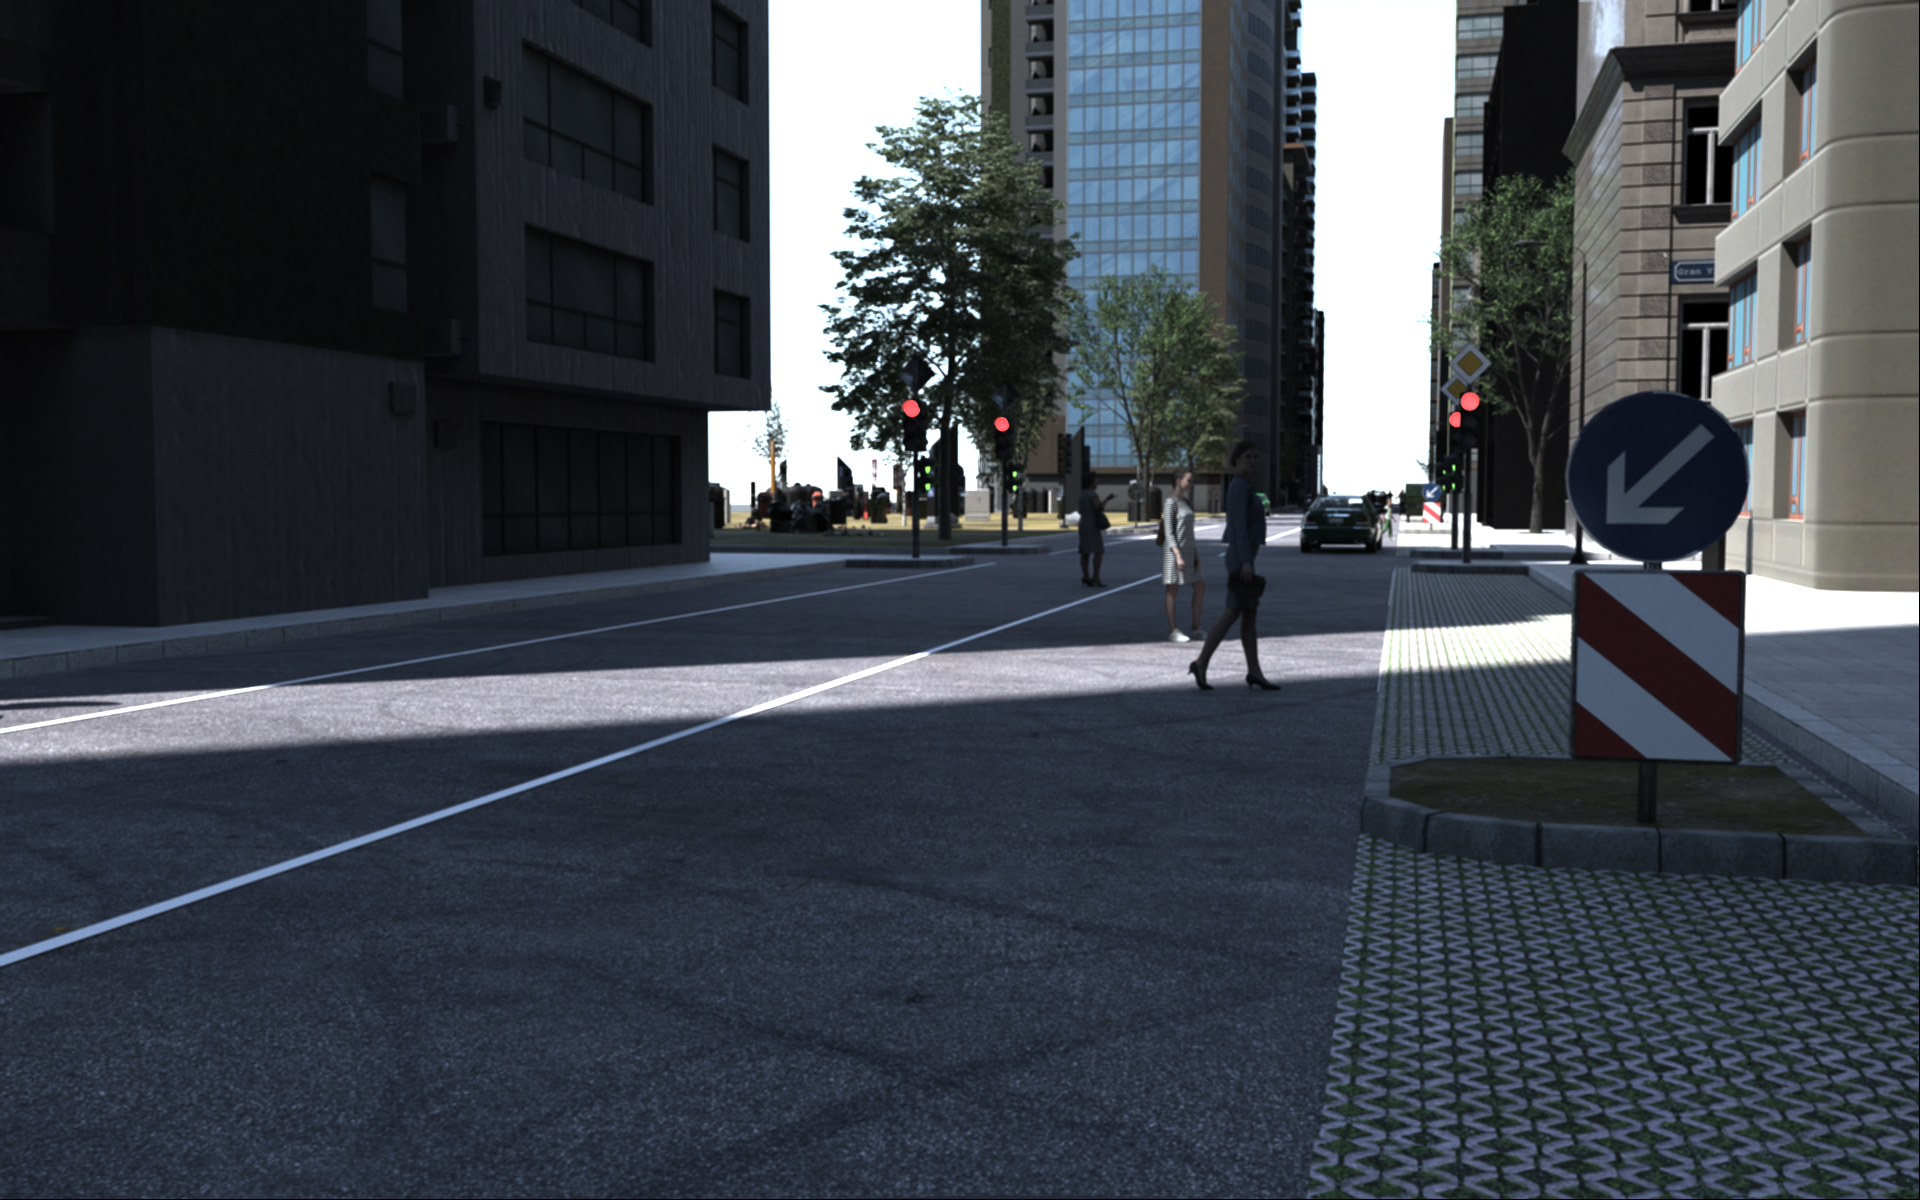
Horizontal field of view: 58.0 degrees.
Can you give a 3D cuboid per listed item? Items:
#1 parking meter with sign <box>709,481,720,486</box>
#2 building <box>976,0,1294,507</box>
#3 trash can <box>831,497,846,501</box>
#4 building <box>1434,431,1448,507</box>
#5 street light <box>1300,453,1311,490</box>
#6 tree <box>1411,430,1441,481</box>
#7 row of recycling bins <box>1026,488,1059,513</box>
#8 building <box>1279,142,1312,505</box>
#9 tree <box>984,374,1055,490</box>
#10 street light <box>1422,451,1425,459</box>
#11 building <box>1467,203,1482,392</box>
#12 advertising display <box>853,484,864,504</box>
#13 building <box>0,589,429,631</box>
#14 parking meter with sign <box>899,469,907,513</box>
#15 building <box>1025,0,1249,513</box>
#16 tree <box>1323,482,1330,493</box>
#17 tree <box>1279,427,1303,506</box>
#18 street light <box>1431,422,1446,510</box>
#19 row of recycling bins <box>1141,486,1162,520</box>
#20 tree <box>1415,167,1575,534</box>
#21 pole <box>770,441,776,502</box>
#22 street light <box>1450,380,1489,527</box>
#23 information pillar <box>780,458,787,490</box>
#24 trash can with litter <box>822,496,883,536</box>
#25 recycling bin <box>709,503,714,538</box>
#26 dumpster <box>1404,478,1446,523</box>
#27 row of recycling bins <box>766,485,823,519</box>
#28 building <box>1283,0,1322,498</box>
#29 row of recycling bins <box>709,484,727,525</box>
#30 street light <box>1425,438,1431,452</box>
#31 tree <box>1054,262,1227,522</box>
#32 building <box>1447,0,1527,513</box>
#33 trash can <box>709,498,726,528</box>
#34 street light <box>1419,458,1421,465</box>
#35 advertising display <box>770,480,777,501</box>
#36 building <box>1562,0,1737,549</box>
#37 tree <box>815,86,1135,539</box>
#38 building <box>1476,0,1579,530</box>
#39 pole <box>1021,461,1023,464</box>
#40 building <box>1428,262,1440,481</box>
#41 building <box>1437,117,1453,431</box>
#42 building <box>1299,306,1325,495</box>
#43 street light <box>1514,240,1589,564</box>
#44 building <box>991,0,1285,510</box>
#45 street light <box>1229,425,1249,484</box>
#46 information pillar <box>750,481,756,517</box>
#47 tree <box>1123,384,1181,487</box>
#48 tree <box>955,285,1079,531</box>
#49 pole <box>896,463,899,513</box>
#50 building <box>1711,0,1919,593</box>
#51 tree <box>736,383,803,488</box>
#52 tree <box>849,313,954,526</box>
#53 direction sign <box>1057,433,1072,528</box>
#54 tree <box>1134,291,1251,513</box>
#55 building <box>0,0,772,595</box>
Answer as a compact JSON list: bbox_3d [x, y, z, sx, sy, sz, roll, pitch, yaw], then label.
[{"bbox_3d":[-14.890,-6.660,105.151,0.543,3.016,1.738,2,4,35],"label":"parking meter with sign"},{"bbox_3d":[18.087,-35.817,174.849,28.713,52.752,27.495,1,4,14],"label":"building"},{"bbox_3d":[-5.947,-4.469,84.714,0.748,1.137,0.748,0,3,0],"label":"trash can"},{"bbox_3d":[58.010,-52.214,166.369,22.319,86.520,31.000,1,4,14],"label":"building"},{"bbox_3d":[39.353,-13.756,197.445,1.470,5.913,1.316,1,4,14],"label":"street light"},{"bbox_3d":[52.701,-14.857,193.268,4.360,8.622,3.978,0,3,0],"label":"tree"},{"bbox_3d":[6.047,-6.735,117.224,3.534,1.692,1.069,2,4,26],"label":"row of recycling bins"},{"bbox_3d":[31.530,-34.181,213.490,22.147,44.769,28.867,1,4,14],"label":"building"},{"bbox_3d":[3.564,-9.234,101.331,4.737,8.622,4.395,0,3,0],"label":"tree"},{"bbox_3d":[50.545,-13.062,186.102,1.470,5.913,1.316,1,4,14],"label":"street light"},{"bbox_3d":[34.679,-16.738,92.744,14.460,24.649,34.723,1,4,14],"label":"building"},{"bbox_3d":[-6.302,-6.245,107.312,0.123,1.923,0.974,2,4,35],"label":"advertising display"},{"bbox_3d":[-15.032,-14.909,15.456,14.160,30.474,14.107,1,4,14],"label":"building"},{"bbox_3d":[-4.088,-7.553,119.747,0.543,3.016,1.738,-1,4,-12],"label":"parking meter with sign"},{"bbox_3d":[13.150,-29.069,125.388,14.600,45.320,14.200,1,4,14],"label":"building"},{"bbox_3d":[56.948,-16.877,270.547,1.663,3.219,1.824,0,3,0],"label":"tree"},{"bbox_3d":[35.660,-14.638,189.688,4.737,8.622,4.395,0,3,0],"label":"tree"},{"bbox_3d":[31.446,-8.549,112.311,1.470,5.913,1.316,1,4,14],"label":"street light"},{"bbox_3d":[9.731,-4.967,88.320,1.069,1.692,3.534,0,4,4],"label":"row of recycling bins"},{"bbox_3d":[18.567,-7.938,55.537,9.928,11.665,9.643,0,3,0],"label":"tree"},{"bbox_3d":[-7.160,-4.436,66.364,0.158,3.312,0.155,0,3,0],"label":"pole"},{"bbox_3d":[20.302,-5.877,68.632,1.470,5.913,1.316,1,4,14],"label":"street light"},{"bbox_3d":[-11.402,-7.392,112.217,0.504,3.616,0.183,-3,4,-38],"label":"information pillar"},{"bbox_3d":[-3.374,-2.606,53.667,2.233,1.210,1.678,-1,4,-22],"label":"trash can with litter"},{"bbox_3d":[-7.690,-2.366,51.237,0.722,1.027,0.722,-1,4,-17],"label":"recycling bin"},{"bbox_3d":[23.062,-4.951,85.894,1.985,2.255,1.502,1,4,15],"label":"dumpster"},{"bbox_3d":[-8.707,-5.168,91.607,3.534,1.692,1.069,-3,5,-42],"label":"row of recycling bins"},{"bbox_3d":[39.639,-56.778,240.985,22.319,86.520,31.000,1,4,14],"label":"building"},{"bbox_3d":[-10.661,-3.882,70.587,1.069,1.692,3.534,1,4,22],"label":"row of recycling bins"},{"bbox_3d":[39.208,-10.383,142.299,1.470,5.913,1.316,1,4,14],"label":"street light"},{"bbox_3d":[8.403,-9.388,79.251,9.928,11.665,9.643,0,3,0],"label":"tree"},{"bbox_3d":[41.221,-26.671,119.673,14.154,41.232,14.086,1,4,14],"label":"building"},{"bbox_3d":[-9.149,-3.268,65.078,0.748,1.137,0.748,0,3,0],"label":"trash can"},{"bbox_3d":[60.281,-15.399,224.317,1.470,5.913,1.316,1,4,14],"label":"street light"},{"bbox_3d":[-8.663,-4.612,80.612,0.123,1.923,0.974,0,4,5],"label":"advertising display"},{"bbox_3d":[27.869,-14.899,40.857,25.104,27.353,12.463,1,4,14],"label":"building"},{"bbox_3d":[-0.028,-7.991,48.781,7.486,12.596,7.792,0,3,0],"label":"tree"},{"bbox_3d":[27.190,-14.571,67.916,12.332,23.373,15.834,1,4,14],"label":"building"},{"bbox_3d":[3.823,-6.849,105.824,0.158,3.312,0.155,0,3,0],"label":"pole"},{"bbox_3d":[65.454,-27.083,214.506,14.160,30.474,14.107,1,4,14],"label":"building"},{"bbox_3d":[62.552,-33.627,199.914,14.600,45.320,14.200,1,4,14],"label":"building"},{"bbox_3d":[48.001,-30.098,263.796,14.160,30.474,14.107,1,4,14],"label":"building"},{"bbox_3d":[10.832,-3.621,31.752,1.470,5.913,1.316,1,4,14],"label":"street light"},{"bbox_3d":[15.652,-36.954,146.195,21.231,58.520,28.212,1,4,14],"label":"building"},{"bbox_3d":[18.743,-8.828,116.886,1.470,5.913,1.316,1,4,14],"label":"street light"},{"bbox_3d":[-11.832,-5.783,99.047,0.304,2.012,0.304,-1,4,-11],"label":"information pillar"},{"bbox_3d":[12.113,-9.714,109.185,4.360,8.622,3.978,0,3,0],"label":"tree"},{"bbox_3d":[2.076,-6.670,59.424,4.360,8.622,3.978,0,3,0],"label":"tree"},{"bbox_3d":[-4.126,-7.376,114.434,0.158,3.312,0.155,0,3,0],"label":"pole"},{"bbox_3d":[23.383,-10.299,13.431,27.650,21.520,28.899,1,4,14],"label":"building"},{"bbox_3d":[-11.767,-9.707,109.074,4.360,8.622,3.978,0,3,0],"label":"tree"},{"bbox_3d":[-2.335,-7.284,69.459,4.360,8.622,3.978,0,3,0],"label":"tree"},{"bbox_3d":[3.921,-4.467,65.035,0.379,3.537,0.876,3,4,38],"label":"direction sign"},{"bbox_3d":[12.768,-10.959,97.310,7.486,12.596,7.792,0,3,0],"label":"tree"},{"bbox_3d":[-11.331,-15.827,30.474,14.107,30.474,14.160,1,4,14],"label":"building"}]
